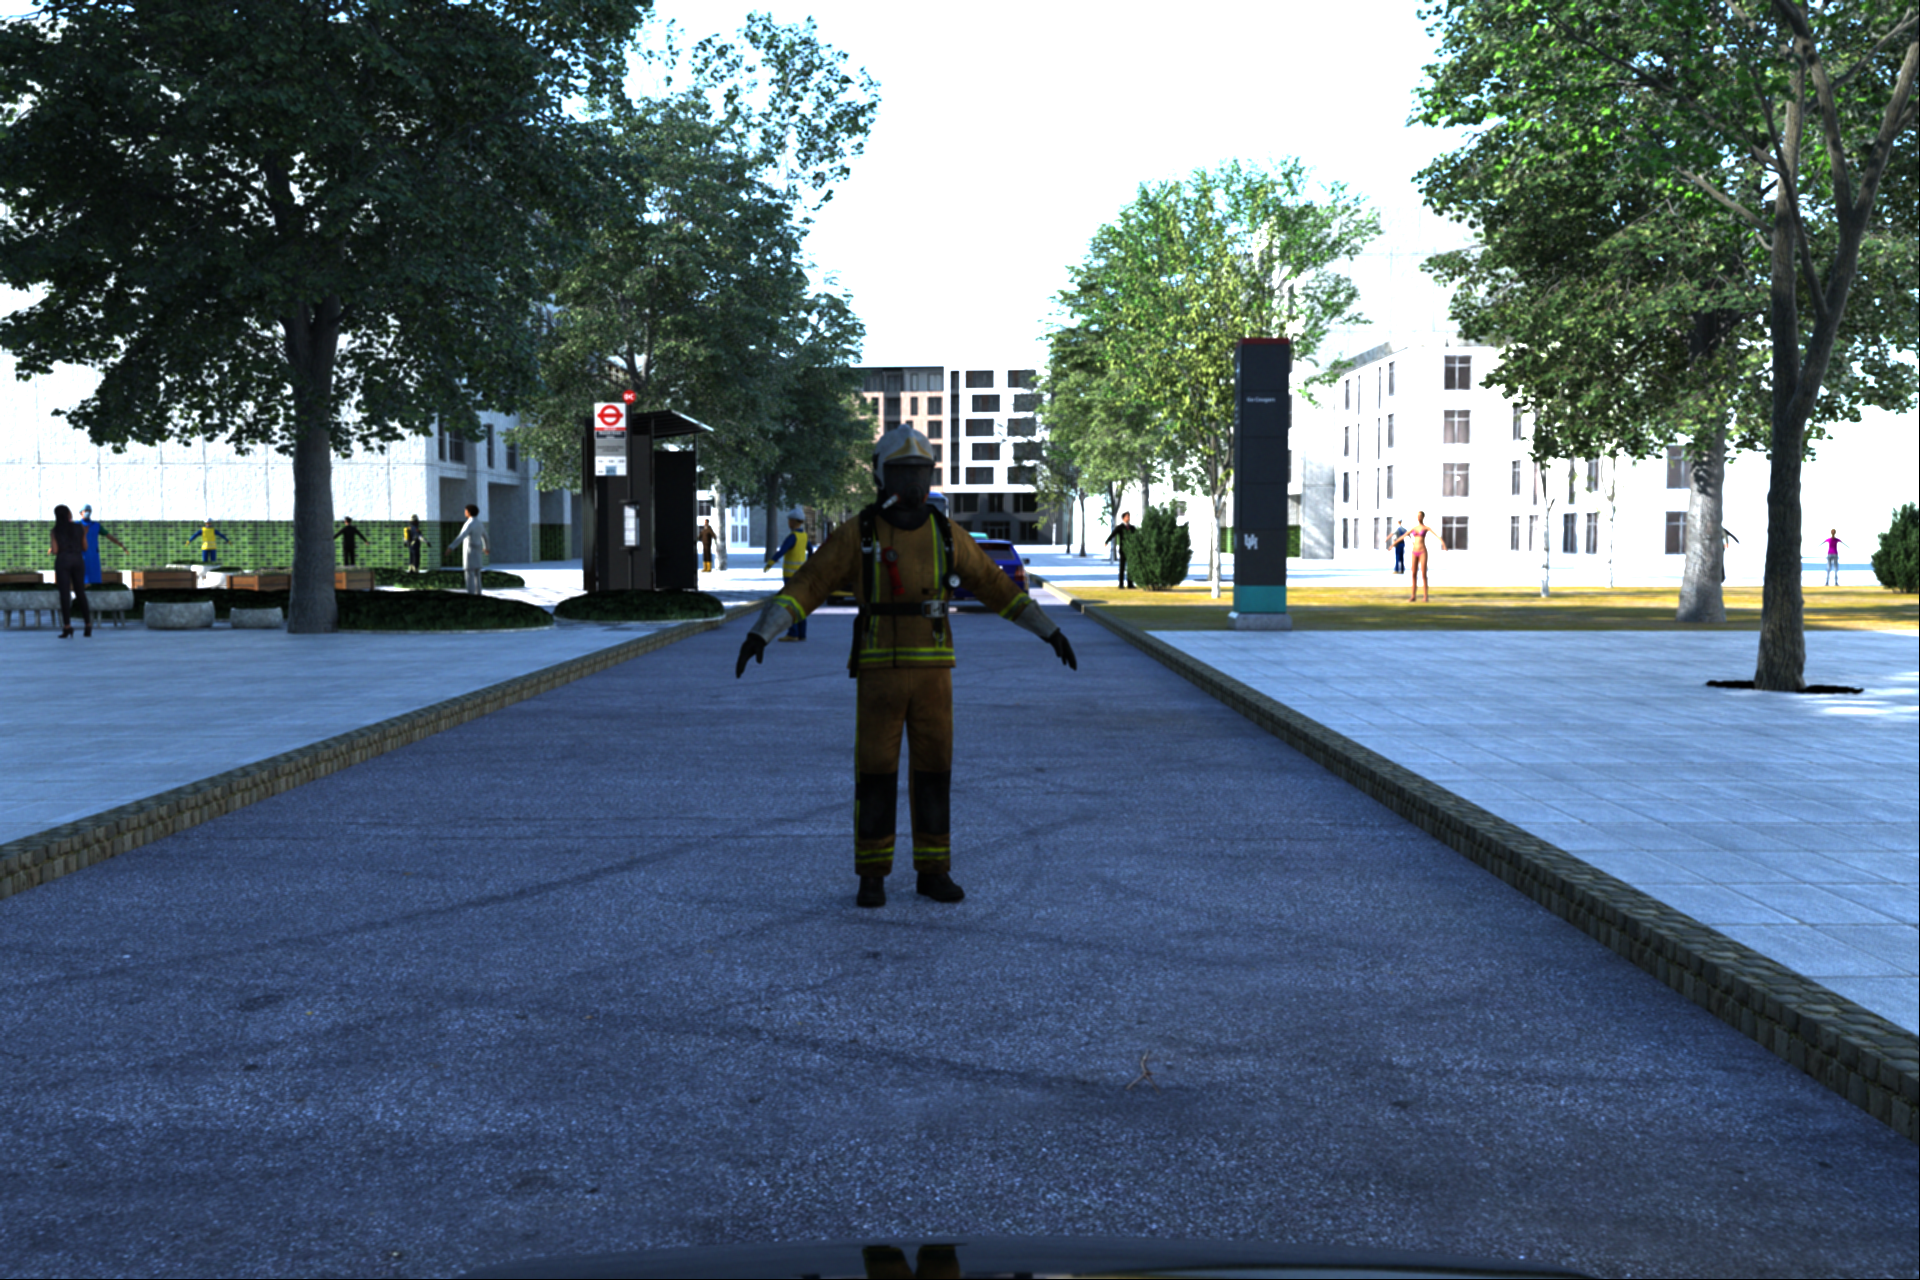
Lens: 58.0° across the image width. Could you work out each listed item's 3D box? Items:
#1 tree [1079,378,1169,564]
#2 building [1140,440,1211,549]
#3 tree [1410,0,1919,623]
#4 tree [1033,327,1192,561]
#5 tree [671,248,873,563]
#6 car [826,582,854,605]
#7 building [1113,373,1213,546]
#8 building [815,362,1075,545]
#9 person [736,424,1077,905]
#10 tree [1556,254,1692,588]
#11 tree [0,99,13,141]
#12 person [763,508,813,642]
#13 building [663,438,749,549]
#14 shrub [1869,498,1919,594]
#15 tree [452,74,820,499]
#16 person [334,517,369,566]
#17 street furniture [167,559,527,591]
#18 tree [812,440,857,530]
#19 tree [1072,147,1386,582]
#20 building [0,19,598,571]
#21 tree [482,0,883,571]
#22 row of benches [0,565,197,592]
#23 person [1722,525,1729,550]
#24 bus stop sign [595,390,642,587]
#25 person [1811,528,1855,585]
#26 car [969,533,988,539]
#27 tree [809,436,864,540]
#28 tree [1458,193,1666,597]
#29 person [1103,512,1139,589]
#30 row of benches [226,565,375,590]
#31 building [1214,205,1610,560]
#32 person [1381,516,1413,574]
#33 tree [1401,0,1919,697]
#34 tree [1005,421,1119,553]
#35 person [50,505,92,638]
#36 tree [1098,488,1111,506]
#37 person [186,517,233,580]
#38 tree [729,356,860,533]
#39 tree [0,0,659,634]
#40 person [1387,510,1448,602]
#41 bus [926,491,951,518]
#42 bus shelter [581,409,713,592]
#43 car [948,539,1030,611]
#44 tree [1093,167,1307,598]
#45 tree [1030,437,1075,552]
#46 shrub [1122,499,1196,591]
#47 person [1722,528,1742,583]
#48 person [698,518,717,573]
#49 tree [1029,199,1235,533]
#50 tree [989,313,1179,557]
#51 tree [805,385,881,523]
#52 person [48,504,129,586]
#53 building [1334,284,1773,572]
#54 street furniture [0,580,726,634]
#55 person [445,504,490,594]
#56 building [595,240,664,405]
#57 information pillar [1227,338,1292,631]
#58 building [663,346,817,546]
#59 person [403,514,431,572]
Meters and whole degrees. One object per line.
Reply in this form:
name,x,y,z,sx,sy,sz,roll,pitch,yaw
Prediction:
tree,6.655,-7.530,73.472,4.737,8.622,4.395,0,3,0
building,21.768,-12.921,153.407,9.099,9.664,28.070,0,4,0
tree,10.839,-7.242,25.064,9.857,13.997,8.962,0,3,0
tree,7.469,-9.577,82.337,9.928,11.665,9.643,0,3,0
tree,-8.601,-10.466,77.769,9.857,13.997,8.962,0,3,0
car,-1.874,-1.592,36.251,2.015,1.641,3.980,0,4,0
building,25.998,-19.436,184.241,16.747,18.905,31.486,0,4,0
building,-2.299,-22.798,219.185,32.646,21.610,27.936,0,4,7
person,-0.212,0.091,6.744,1.354,1.858,0.705,-1,4,-16
tree,15.363,-5.566,41.359,4.360,8.622,3.978,0,3,0
tree,-9.011,-6.263,9.060,9.857,13.997,8.962,0,3,0
person,-2.280,-0.875,23.225,0.721,1.772,1.216,2,4,24
building,-24.491,-13.619,164.811,9.099,9.664,28.070,0,4,1
shrub,20.542,-2.040,37.395,1.661,2.075,1.752,0,3,0
tree,-8.646,-8.620,47.588,9.857,13.997,8.962,0,3,0
person,-19.356,-2.990,54.827,1.347,1.837,0.705,-3,5,-40
street furniture,-15.307,-1.626,42.208,5.734,0.657,10.072,-3,5,-44
tree,-8.562,-10.458,121.357,4.360,8.622,3.978,0,3,0
tree,7.036,-7.379,46.395,9.928,11.665,9.643,0,3,0
building,-27.258,-12.796,75.676,16.747,18.905,31.486,0,4,-1
tree,-9.590,-12.490,60.109,12.611,20.169,13.585,0,3,0
row of benches,-16.926,-1.123,33.827,1.422,0.672,4.104,3,5,44
person,18.263,-2.183,41.971,0.705,1.796,1.348,-1,4,-10
bus stop sign,-6.339,-2.659,32.179,0.855,3.939,0.416,0,4,1
person,21.821,-2.082,43.304,0.991,1.433,0.599,2,4,28
car,0.118,-2.371,47.567,1.959,1.807,4.718,0,4,0
tree,-8.566,-9.899,112.210,4.737,8.622,4.395,0,3,0
tree,11.888,-5.208,35.516,4.360,8.622,3.978,0,3,0
person,3.912,-2.104,40.586,1.347,1.806,0.705,-2,4,-24
row of benches,-12.419,-1.071,32.969,1.422,0.672,4.104,1,4,12
building,25.518,-14.400,101.898,16.747,18.905,31.486,0,3,0
person,14.071,-3.037,55.504,1.347,1.847,0.705,-2,4,-29
tree,6.944,-5.393,13.935,9.928,11.665,9.643,0,3,0
tree,7.142,-10.980,113.942,8.767,10.594,7.601,0,4,-1
person,-11.056,-0.857,21.517,0.415,1.643,0.593,0,4,-1
tree,21.782,-18.573,214.035,12.009,13.543,11.850,0,3,0
person,-21.212,-2.597,48.932,1.216,1.772,0.721,-1,4,-21
tree,-9.101,-9.619,91.679,8.767,10.594,7.601,2,4,34
tree,-8.551,-7.069,22.231,9.857,13.997,8.962,0,3,0
person,8.681,-1.592,32.825,1.217,1.733,0.721,3,5,40
bus,-1.914,-6.838,103.356,2.896,3.916,12.251,0,4,0
bus shelter,-6.327,-2.716,35.694,1.731,3.624,6.357,0,4,-1
car,0.378,-1.243,32.897,1.945,1.354,3.894,0,4,-1
tree,4.998,-5.142,34.433,4.737,8.622,4.395,0,3,0
tree,6.733,-10.554,122.922,4.737,8.622,4.395,0,3,0
shrub,4.453,-2.131,38.877,1.661,2.075,1.752,0,3,0
person,19.966,-2.382,45.670,1.216,1.740,0.721,1,4,15
person,-8.479,-3.165,57.885,0.704,1.812,1.346,-3,5,-41
tree,5.968,-8.645,59.476,7.486,12.596,7.792,0,3,0
tree,6.765,-11.290,94.961,12.009,13.543,11.850,0,3,0
tree,-8.935,-12.913,129.258,7.486,12.596,7.792,0,3,0
person,-15.704,-1.533,31.186,1.347,1.817,0.704,-3,5,-42
building,23.112,-7.964,72.355,9.099,9.664,28.070,0,3,0
street furniture,-8.736,-0.596,25.365,10.072,0.657,5.734,0,4,7
person,-8.711,-1.509,30.858,0.705,1.806,1.347,1,4,16
building,-28.177,-16.505,100.782,19.493,23.208,18.063,0,3,0
information pillar,4.024,-2.067,23.177,0.750,3.857,0.750,0,4,1
building,-25.536,-21.833,187.896,19.493,23.208,18.063,0,4,-1
person,-15.637,-2.688,49.722,1.354,1.856,0.705,3,5,42
